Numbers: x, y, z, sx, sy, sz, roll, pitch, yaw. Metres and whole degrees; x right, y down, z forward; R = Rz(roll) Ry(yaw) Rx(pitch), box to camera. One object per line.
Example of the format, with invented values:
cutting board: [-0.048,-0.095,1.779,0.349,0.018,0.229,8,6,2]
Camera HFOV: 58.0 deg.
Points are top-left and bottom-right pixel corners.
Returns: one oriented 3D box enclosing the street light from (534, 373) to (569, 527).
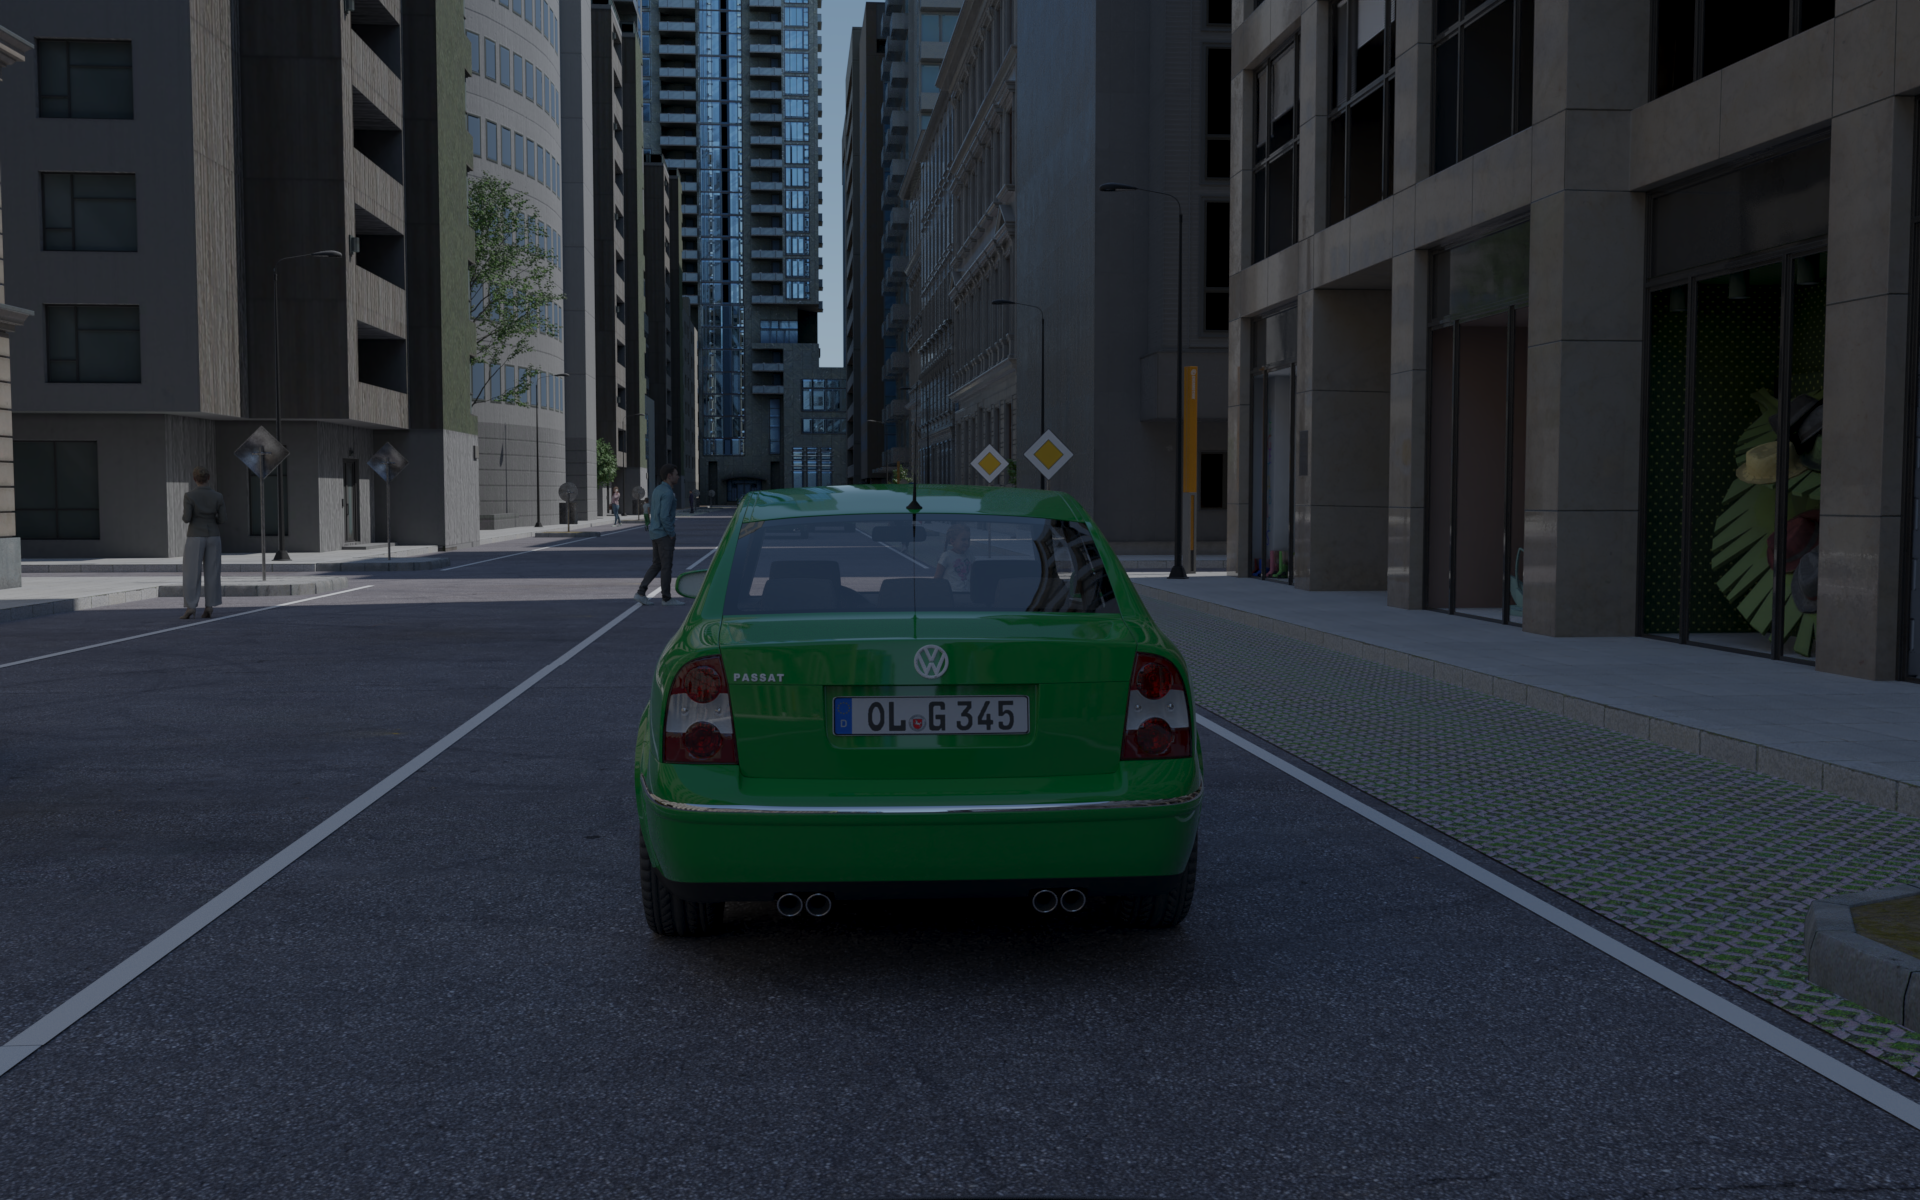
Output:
street light: [-15.733,-5.762,66.745,1.470,5.913,1.316,0,4,-6]

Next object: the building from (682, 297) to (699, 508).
building: [-40.997,-19.848,169.556,28.899,21.520,27.650,0,4,-6]

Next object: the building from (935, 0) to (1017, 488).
building: [5.740,-13.799,61.772,11.583,22.565,21.152,0,4,-6]

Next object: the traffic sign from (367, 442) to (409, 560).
traffic sign: [-11.055,-1.826,33.497,0.795,2.450,0.064,0,4,-6]

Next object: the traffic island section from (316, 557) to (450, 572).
traffic island section: [-11.077,-0.690,33.557,2.009,0.180,2.903,0,4,-6]

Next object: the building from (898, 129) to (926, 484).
building: [2.536,-16.604,100.357,11.050,23.489,19.941,0,4,-6]

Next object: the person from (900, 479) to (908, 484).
person: [-1.433,-2.061,42.383,0.709,1.800,0.728,-1,4,-9]

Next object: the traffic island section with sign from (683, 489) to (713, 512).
traffic island section with sign: [-20.602,-7.755,135.425,1.989,1.847,2.006,0,4,-6]

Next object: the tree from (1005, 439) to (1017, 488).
tree: [1.903,-3.401,50.212,1.663,3.219,1.824,0,3,0]

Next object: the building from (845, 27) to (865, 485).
building: [-0.508,-33.717,174.979,21.300,48.544,21.600,0,4,-6]

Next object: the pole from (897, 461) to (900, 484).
pole: [-3.813,-6.948,107.437,0.158,3.312,0.155,0,3,0]

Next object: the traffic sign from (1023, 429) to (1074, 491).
traffic sign: [1.356,-1.407,26.650,0.795,2.450,0.064,0,4,-6]

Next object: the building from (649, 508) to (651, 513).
building: [-32.716,-49.464,121.402,22.319,86.520,31.000,0,4,-6]

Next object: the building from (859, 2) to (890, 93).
building: [-1.858,-31.002,156.998,14.600,45.320,14.200,0,4,-6]

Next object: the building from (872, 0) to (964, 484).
building: [5.381,-31.516,134.898,23.786,49.044,30.456,0,4,-6]

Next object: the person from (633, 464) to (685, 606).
person: [-3.876,-0.840,22.256,0.620,1.820,0.660,-2,4,-31]

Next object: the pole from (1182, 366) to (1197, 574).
pole: [3.690,-2.076,27.791,0.158,3.312,0.155,0,3,0]

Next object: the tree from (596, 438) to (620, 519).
tree: [-19.528,-6.569,91.117,4.285,4.588,4.351,0,3,0]

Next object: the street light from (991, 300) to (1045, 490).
street light: [1.448,-4.221,41.561,1.470,5.913,1.316,0,4,-6]

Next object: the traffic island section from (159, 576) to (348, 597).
traffic island section: [-10.309,-0.204,25.609,2.009,0.180,2.903,0,4,-6]

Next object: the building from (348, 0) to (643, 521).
building: [-25.948,-20.098,100.307,14.160,30.474,14.107,0,4,-6]

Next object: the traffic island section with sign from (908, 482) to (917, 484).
traffic island section with sign: [-1.767,-3.091,59.162,1.989,1.847,2.006,0,4,-6]

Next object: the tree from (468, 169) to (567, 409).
tree: [-15.554,-7.743,52.355,9.928,11.665,9.643,0,3,0]

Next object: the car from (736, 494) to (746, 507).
car: [-17.681,-8.143,144.943,2.131,1.459,4.920,0,4,-5]

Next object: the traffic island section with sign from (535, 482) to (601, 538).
traffic island section with sign: [-13.120,-3.024,58.078,1.989,1.847,2.006,0,4,-6]

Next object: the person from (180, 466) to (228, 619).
person: [-8.741,-0.668,19.977,0.519,1.759,0.362,-3,5,-42]

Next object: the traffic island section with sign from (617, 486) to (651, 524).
traffic island section with sign: [-15.733,-4.671,85.006,1.989,1.847,2.006,0,4,-6]

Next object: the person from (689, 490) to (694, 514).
person: [-19.681,-7.181,126.828,0.530,1.710,0.541,1,4,15]

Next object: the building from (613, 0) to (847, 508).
building: [-29.096,-54.291,200.324,31.000,86.520,22.319,0,4,-6]

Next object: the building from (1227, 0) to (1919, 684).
building: [15.379,-12.595,10.447,19.350,26.468,34.151,0,4,-6]

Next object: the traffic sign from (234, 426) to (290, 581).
traffic sign: [-10.286,-1.340,25.549,0.795,2.450,0.064,0,4,-6]

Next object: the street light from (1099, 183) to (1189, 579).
street light: [2.769,-3.274,26.066,1.470,5.913,1.316,0,4,-6]

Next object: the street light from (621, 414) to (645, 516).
street light: [-18.904,-7.803,100.113,1.470,5.913,1.316,0,4,-6]

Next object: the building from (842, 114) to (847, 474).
building: [-6.304,-33.674,200.684,14.200,45.320,14.600,0,4,-6]

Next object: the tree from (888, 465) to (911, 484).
tree: [-4.173,-7.428,116.047,1.663,3.219,1.824,0,3,0]

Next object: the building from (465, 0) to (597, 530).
building: [-27.276,-32.299,70.082,21.231,58.520,28.212,0,4,-6]

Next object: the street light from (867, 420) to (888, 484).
street light: [-5.140,-8.349,109.047,1.470,5.913,1.316,0,4,-6]

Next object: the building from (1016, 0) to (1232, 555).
building: [17.092,-13.651,42.264,30.058,24.678,14.314,0,4,-6]

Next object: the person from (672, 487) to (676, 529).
person: [-11.124,-3.536,66.535,0.478,1.798,0.641,2,4,28]

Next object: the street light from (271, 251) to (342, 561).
street light: [-12.502,-3.709,33.175,1.470,5.913,1.316,0,4,-6]

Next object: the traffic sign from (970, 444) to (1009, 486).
traffic sign: [0.588,-1.893,34.598,0.795,2.450,0.064,0,4,-6]

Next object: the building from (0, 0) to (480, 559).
building: [-19.584,-16.373,39.394,14.160,30.474,14.107,0,4,-6]

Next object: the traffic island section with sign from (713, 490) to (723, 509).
traffic island section with sign: [-23.194,-9.396,162.256,1.989,1.847,2.006,0,4,-6]

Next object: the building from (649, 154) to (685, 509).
building: [-30.894,-22.909,146.262,14.160,30.474,14.107,0,4,-6]

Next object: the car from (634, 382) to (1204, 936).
car: [-0.231,0.108,7.034,1.959,1.807,4.718,0,4,-4]

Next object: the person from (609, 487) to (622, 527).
person: [-15.121,-4.108,76.258,0.643,1.750,0.593,-3,4,-37]

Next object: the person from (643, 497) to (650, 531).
person: [-12.077,-3.301,66.723,0.306,1.304,0.590,0,4,7]

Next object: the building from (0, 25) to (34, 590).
building: [-29.277,-12.065,16.353,34.723,24.649,14.460,0,4,-6]

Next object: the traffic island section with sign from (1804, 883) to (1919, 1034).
traffic island section with sign: [3.510,0.241,4.682,1.989,1.847,2.006,0,4,-6]

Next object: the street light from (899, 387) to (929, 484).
street light: [-1.935,-6.288,75.356,1.470,5.913,1.316,0,4,-6]

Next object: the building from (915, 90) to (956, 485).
building: [3.418,-14.202,81.361,9.793,20.994,18.267,0,4,-6]
